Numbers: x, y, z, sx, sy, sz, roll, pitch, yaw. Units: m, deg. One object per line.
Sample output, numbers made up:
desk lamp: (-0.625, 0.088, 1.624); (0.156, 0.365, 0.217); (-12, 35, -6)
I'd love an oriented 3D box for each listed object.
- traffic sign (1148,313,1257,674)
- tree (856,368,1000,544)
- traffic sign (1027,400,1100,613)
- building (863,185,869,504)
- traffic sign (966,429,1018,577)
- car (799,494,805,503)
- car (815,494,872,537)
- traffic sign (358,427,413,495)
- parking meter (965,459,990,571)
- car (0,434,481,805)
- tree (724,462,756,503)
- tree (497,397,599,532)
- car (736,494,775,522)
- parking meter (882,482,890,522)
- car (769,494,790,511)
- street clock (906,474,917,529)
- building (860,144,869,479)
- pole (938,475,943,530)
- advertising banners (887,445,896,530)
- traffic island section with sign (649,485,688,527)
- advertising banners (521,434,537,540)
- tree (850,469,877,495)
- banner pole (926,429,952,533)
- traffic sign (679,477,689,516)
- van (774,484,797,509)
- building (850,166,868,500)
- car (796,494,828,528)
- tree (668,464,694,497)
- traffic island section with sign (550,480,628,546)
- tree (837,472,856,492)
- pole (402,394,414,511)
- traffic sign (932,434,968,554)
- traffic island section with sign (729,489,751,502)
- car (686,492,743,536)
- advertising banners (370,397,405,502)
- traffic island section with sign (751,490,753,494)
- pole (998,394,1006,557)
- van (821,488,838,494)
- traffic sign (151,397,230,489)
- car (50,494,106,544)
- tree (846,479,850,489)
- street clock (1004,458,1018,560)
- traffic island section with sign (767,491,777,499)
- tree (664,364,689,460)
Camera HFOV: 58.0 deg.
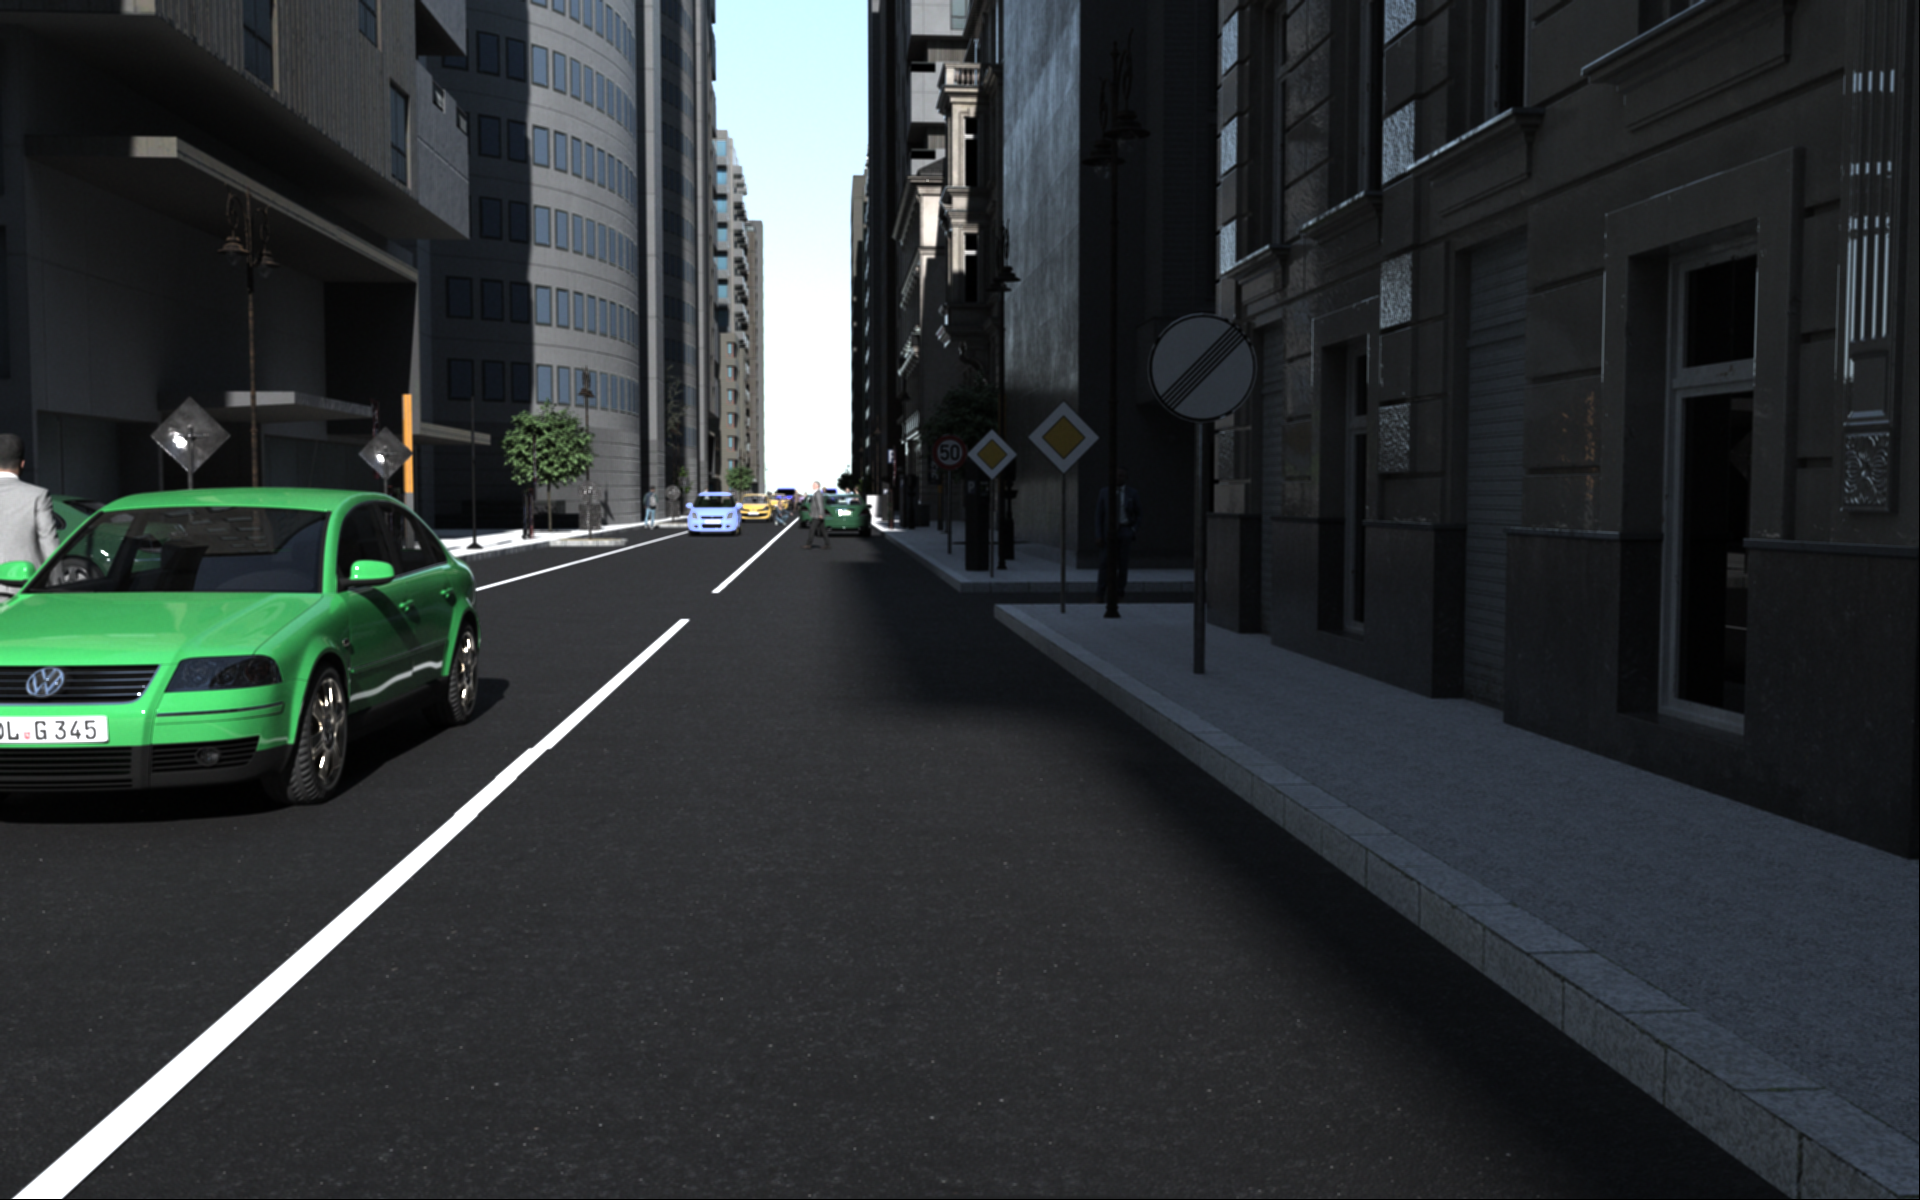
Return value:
traffic sign: (1.710, -0.746, 12.308); (0.768, 2.556, 0.104); (0, 4, 2)
tree: (0.448, -3.730, 44.705); (4.285, 4.588, 4.351); (0, 3, 0)
traffic sign: (1.108, -0.917, 18.629); (0.795, 2.450, 0.064); (0, 4, -4)
building: (-5.978, -33.546, 232.069); (14.154, 41.232, 14.086); (0, 4, -4)
traffic sign: (0.489, -1.404, 26.591); (0.795, 2.450, 0.064); (0, 4, -4)
car: (-22.783, -14.212, 244.364); (2.014, 1.417, 4.499); (0, 4, -4)
car: (-4.047, -2.920, 59.535); (2.131, 1.459, 4.920); (0, 4, -6)
traffic sign: (-8.580, -1.362, 25.908); (0.795, 2.450, 0.064); (0, 4, -4)
parking meter: (0.294, -1.422, 28.961); (0.255, 1.863, 0.399); (-3, 4, -39)
car: (-3.868, -0.034, 9.348); (1.959, 1.807, 4.718); (0, 4, -3)
tree: (-22.534, -11.862, 177.656); (4.285, 4.588, 4.351); (0, 3, 0)
tree: (-13.969, -4.591, 58.784); (4.285, 4.588, 4.351); (0, 3, 0)
car: (-10.497, -4.810, 88.873); (2.015, 1.641, 3.980); (0, 4, -4)
parking meter: (-3.458, -4.607, 81.033); (0.399, 1.863, 0.255); (0, 4, 0)
car: (-15.429, -8.373, 147.119); (2.015, 1.641, 3.980); (0, 4, -4)
street clock: (-1.774, -3.601, 63.451); (0.358, 2.002, 0.471); (-2, 4, -24)
building: (-0.126, -36.109, 209.988); (23.786, 49.044, 30.456); (0, 4, -4)
pole: (-0.686, -4.106, 60.981); (0.158, 3.312, 0.155); (0, 3, 0)
advertising banners: (-2.476, -4.070, 62.734); (0.090, 3.025, 2.074); (-1, 4, -9)
traffic island section with sign: (-12.466, -4.089, 75.480); (1.989, 1.847, 2.006); (0, 4, -4)
advertising banners: (-12.341, -3.274, 49.715); (0.090, 3.025, 2.074); (0, 4, -2)
tree: (-6.415, -7.879, 123.431); (1.663, 3.219, 1.824); (0, 3, 0)
banner pole: (-0.677, -4.077, 56.674); (0.863, 3.779, 0.401); (1, 4, 9)
traffic sign: (-16.082, -6.043, 100.940); (0.606, 2.300, 0.079); (0, 4, 4)
van: (-16.321, -9.704, 163.041); (2.240, 2.365, 5.245); (0, 4, -3)
building: (-4.914, -38.313, 250.120); (21.300, 48.544, 21.600); (0, 4, -4)
car: (-5.944, -3.808, 74.063); (2.131, 1.459, 4.920); (0, 4, -4)
tree: (-17.425, -7.023, 109.427); (1.663, 3.219, 1.824); (0, 3, 0)
traffic island section with sign: (-10.380, -2.445, 48.605); (1.989, 1.847, 2.006); (0, 4, -4)
tree: (-14.719, -14.997, 228.915); (4.285, 4.588, 4.351); (0, 3, 0)
pole: (-11.293, -2.545, 35.449); (0.158, 3.312, 0.155); (0, 3, 0)
traffic sign: (-0.222, -2.261, 37.072); (0.768, 2.556, 0.104); (0, 4, -3)
traffic island section with sign: (-16.335, -7.138, 125.337); (1.989, 1.847, 2.006); (0, 4, -4)
car: (-8.472, -3.079, 59.925); (1.945, 1.707, 3.694); (0, 4, -5)
advertising banners: (-10.709, -2.215, 32.401); (0.090, 3.025, 2.074); (0, 4, -3)
traffic island section with sign: (-18.466, -8.806, 152.602); (1.989, 1.847, 2.006); (0, 4, -4)
pole: (0.860, -2.541, 35.394); (0.158, 3.312, 0.155); (0, 3, 0)
van: (-14.273, -11.248, 188.285); (2.240, 2.365, 5.245); (0, 4, -6)
traffic sign: (-7.960, -0.875, 17.947); (0.795, 2.450, 0.064); (0, 4, -4)
car: (-12.281, -0.617, 21.884); (4.920, 1.459, 2.131); (0, 4, -5)
tree: (-12.445, -12.430, 197.837); (1.663, 3.219, 1.824); (0, 3, 0)
street clock: (0.963, -1.790, 33.841); (0.358, 2.002, 0.471); (0, 4, 6)
traffic island section with sign: (-24.816, -13.806, 234.350); (1.989, 1.847, 2.006); (0, 4, -4)
tree: (-16.660, -8.779, 93.894); (4.360, 8.622, 3.978); (0, 3, 0)
